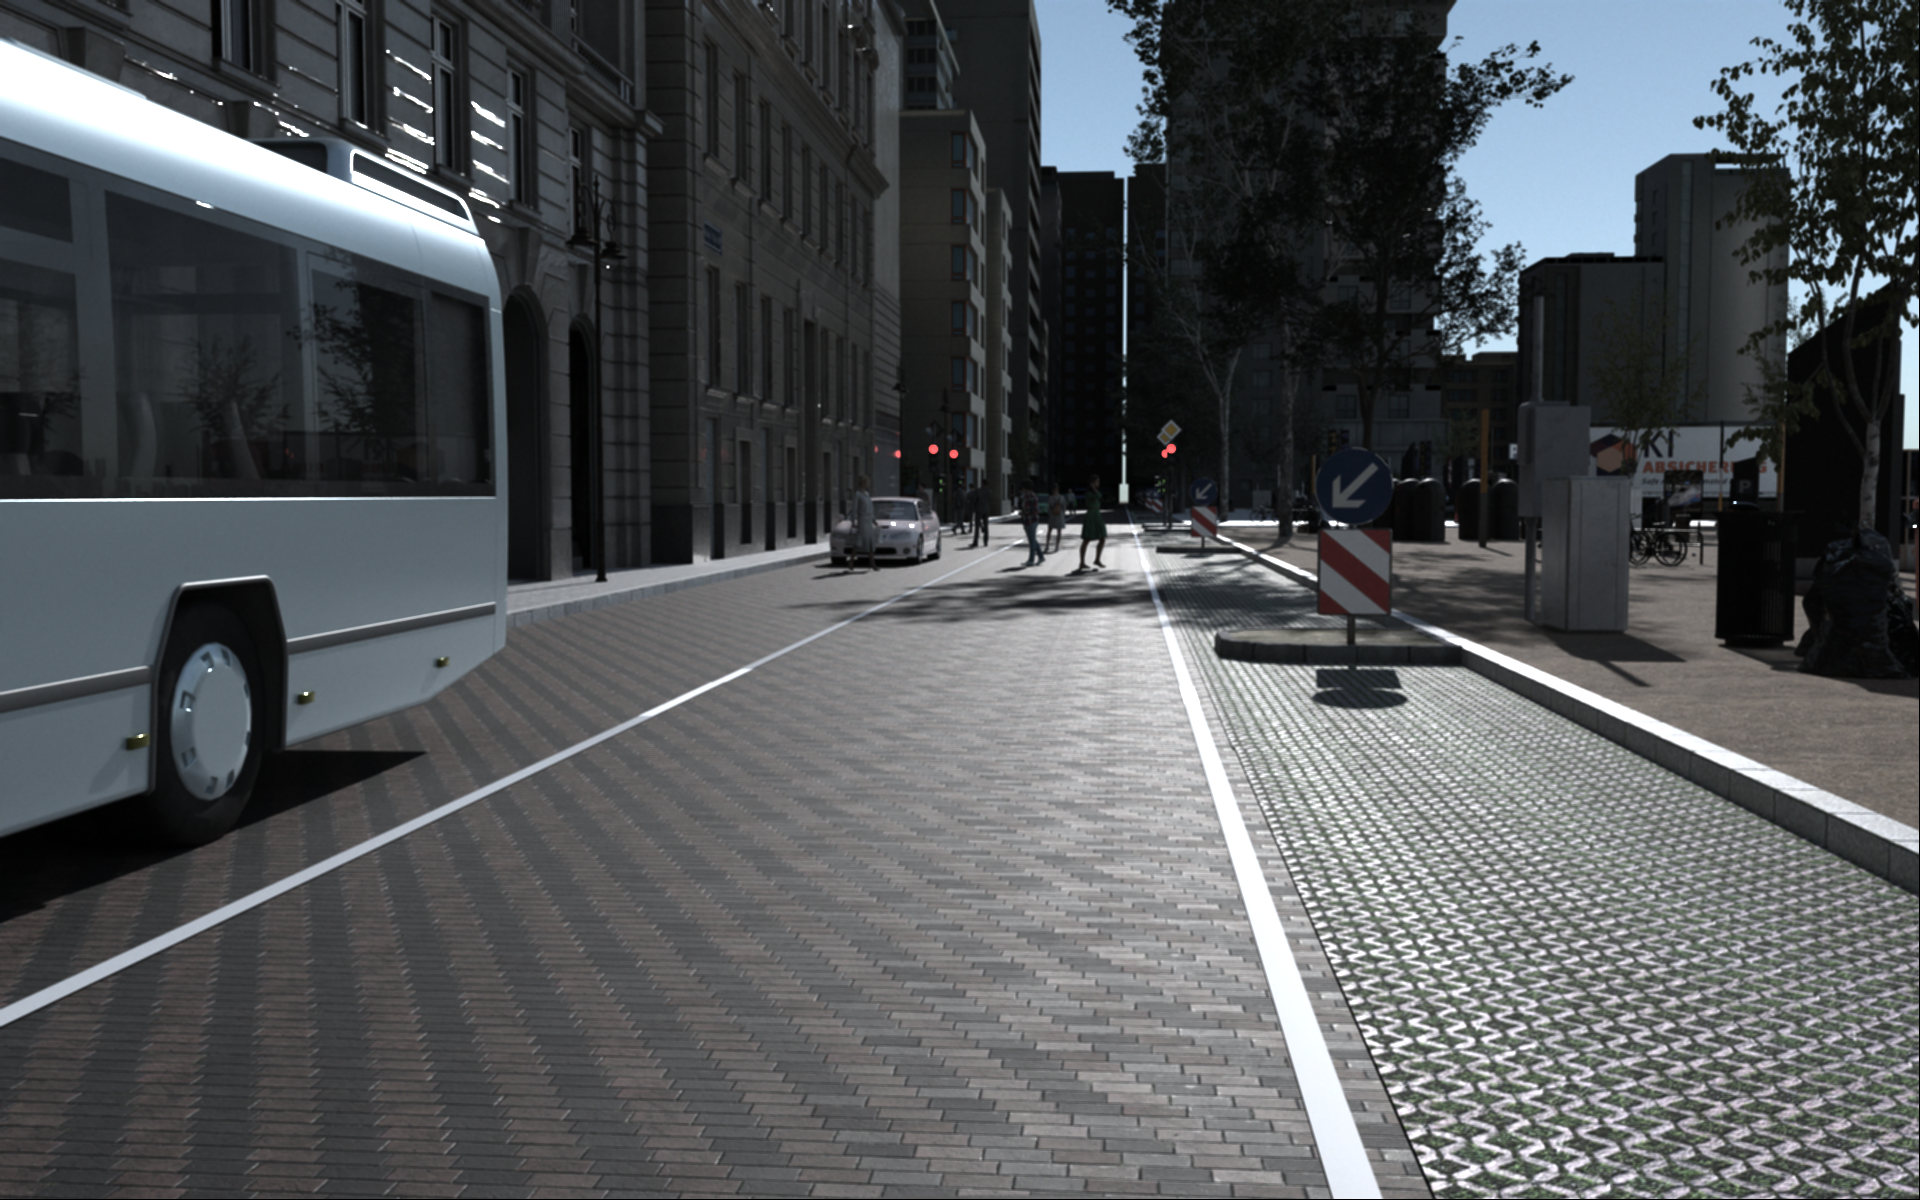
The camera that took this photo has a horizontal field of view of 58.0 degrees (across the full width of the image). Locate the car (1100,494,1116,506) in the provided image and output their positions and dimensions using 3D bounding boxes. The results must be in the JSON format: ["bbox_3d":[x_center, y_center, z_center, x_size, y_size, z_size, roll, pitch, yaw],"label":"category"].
[{"bbox_3d":[17.442,-12.004,205.057,1.959,1.807,4.718,0,4,7],"label":"car"}]

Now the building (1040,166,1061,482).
[{"bbox_3d":[5.638,-32.678,217.875,14.086,41.232,14.154,0,4,5],"label":"building"}]

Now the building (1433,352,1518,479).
[{"bbox_3d":[79.557,-24.159,240.045,28.899,21.520,27.650,0,4,5],"label":"building"}]

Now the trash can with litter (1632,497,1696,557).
[{"bbox_3d":[14.425,-1.530,36.067,1.678,1.210,2.233,2,4,35],"label":"trash can with litter"}]

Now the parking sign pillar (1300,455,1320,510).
[{"bbox_3d":[23.869,-7.935,118.216,1.447,3.967,1.447,0,3,0],"label":"parking sign pillar"}]

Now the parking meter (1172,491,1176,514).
[{"bbox_3d":[13.838,-6.357,112.353,0.372,1.533,0.369,0,3,0],"label":"parking meter"}]

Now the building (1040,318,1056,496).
[{"bbox_3d":[-4.138,-20.858,186.069,27.650,21.520,28.899,0,4,5],"label":"building"}]

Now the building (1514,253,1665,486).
[{"bbox_3d":[76.511,-26.901,211.532,14.107,30.474,14.160,0,4,5],"label":"building"}]

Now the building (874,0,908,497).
[{"bbox_3d":[-11.477,-12.974,61.283,18.267,20.994,9.793,0,4,5],"label":"building"}]

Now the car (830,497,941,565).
[{"bbox_3d":[-1.524,-1.496,36.816,2.083,1.381,4.827,0,4,7],"label":"car"}]

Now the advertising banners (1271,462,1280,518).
[{"bbox_3d":[16.987,-5.905,92.741,0.090,3.025,2.074,1,4,18],"label":"advertising banners"}]

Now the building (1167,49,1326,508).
[{"bbox_3d":[26.623,-29.355,163.548,14.154,41.232,14.086,0,4,5],"label":"building"}]

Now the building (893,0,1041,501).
[{"bbox_3d":[-3.720,-32.795,159.894,21.300,48.544,21.600,0,4,5],"label":"building"}]

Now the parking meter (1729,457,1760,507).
[{"bbox_3d":[12.102,-1.287,26.747,0.399,1.863,0.255,2,4,28],"label":"parking meter"}]

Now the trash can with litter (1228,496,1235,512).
[{"bbox_3d":[19.467,-6.910,124.369,0.624,1.170,1.055,-1,4,-14],"label":"trash can with litter"}]

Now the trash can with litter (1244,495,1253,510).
[{"bbox_3d":[23.099,-7.741,137.623,1.678,1.210,2.233,2,4,35],"label":"trash can with litter"}]

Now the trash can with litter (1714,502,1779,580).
[{"bbox_3d":[11.655,-0.866,25.546,1.055,1.170,0.624,-3,5,-40],"label":"trash can with litter"}]

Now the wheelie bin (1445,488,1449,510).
[{"bbox_3d":[24.606,-4.964,89.068,0.980,1.594,0.693,0,4,6],"label":"wheelie bin"}]

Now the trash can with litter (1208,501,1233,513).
[{"bbox_3d":[17.427,-6.530,117.829,2.233,1.210,1.678,1,4,8],"label":"trash can with litter"}]

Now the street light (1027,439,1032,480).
[{"bbox_3d":[5.740,-10.357,142.130,0.468,5.910,1.993,0,4,5],"label":"street light"}]

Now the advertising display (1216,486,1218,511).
[{"bbox_3d":[19.814,-7.831,133.258,0.123,1.923,0.974,0,4,3],"label":"advertising display"}]

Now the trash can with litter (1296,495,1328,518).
[{"bbox_3d":[18.907,-5.085,94.195,2.233,1.210,1.678,1,4,13],"label":"trash can with litter"}]

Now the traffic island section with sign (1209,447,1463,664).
[{"bbox_3d":[3.314,-0.421,15.510,1.989,1.847,2.006,0,4,5],"label":"traffic island section with sign"}]

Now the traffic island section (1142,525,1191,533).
[{"bbox_3d":[7.951,-2.629,65.257,2.009,0.180,2.903,0,4,5],"label":"traffic island section"}]

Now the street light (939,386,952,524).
[{"bbox_3d":[-0.620,-6.208,74.296,0.468,5.910,1.993,0,4,5],"label":"street light"}]

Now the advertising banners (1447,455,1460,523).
[{"bbox_3d":[21.999,-4.918,76.601,0.090,3.025,2.074,-1,4,-9],"label":"advertising banners"}]

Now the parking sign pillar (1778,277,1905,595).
[{"bbox_3d":[11.312,-2.062,22.180,1.447,3.967,1.447,-3,5,-43],"label":"parking sign pillar"}]

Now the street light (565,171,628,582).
[{"bbox_3d":[-5.258,-3.207,25.222,0.468,5.910,1.993,0,4,5],"label":"street light"}]

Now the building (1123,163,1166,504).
[{"bbox_3d":[29.920,-35.893,236.962,14.200,45.320,14.600,0,4,5],"label":"building"}]

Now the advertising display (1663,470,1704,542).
[{"bbox_3d":[19.307,-2.510,46.258,0.974,1.923,0.123,1,4,11],"label":"advertising display"}]

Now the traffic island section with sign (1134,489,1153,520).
[{"bbox_3d":[10.991,-5.448,97.699,1.989,1.847,2.006,0,4,5],"label":"traffic island section with sign"}]

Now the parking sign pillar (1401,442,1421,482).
[{"bbox_3d":[23.496,-6.232,90.358,1.447,3.967,1.447,-1,4,-10],"label":"parking sign pillar"}]

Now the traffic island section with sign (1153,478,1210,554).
[{"bbox_3d":[5.813,-2.062,42.350,1.989,1.847,2.006,0,4,5],"label":"traffic island section with sign"}]

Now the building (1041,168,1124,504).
[{"bbox_3d":[15.434,-36.049,239.503,14.200,45.320,14.600,0,4,5],"label":"building"}]

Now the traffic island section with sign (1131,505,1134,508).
[{"bbox_3d":[13.533,-7.109,124.861,1.989,1.847,2.006,0,4,5],"label":"traffic island section with sign"}]

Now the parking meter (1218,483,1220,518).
[{"bbox_3d":[14.317,-5.443,94.699,0.399,1.863,0.255,-1,4,-9],"label":"parking meter"}]

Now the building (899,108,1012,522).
[{"bbox_3d":[-11.943,-15.202,93.596,27.650,21.520,28.899,0,4,5],"label":"building"}]

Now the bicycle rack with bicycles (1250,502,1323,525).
[{"bbox_3d":[14.179,-3.691,73.731,2.925,0.926,2.852,3,5,40],"label":"bicycle rack with bicycles"}]

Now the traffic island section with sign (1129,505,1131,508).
[{"bbox_3d":[18.209,-10.172,174.946,1.989,1.847,2.006,0,4,5],"label":"traffic island section with sign"}]

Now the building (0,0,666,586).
[{"bbox_3d":[-12.424,-10.858,19.323,13.314,21.916,24.055,0,4,5],"label":"building"}]

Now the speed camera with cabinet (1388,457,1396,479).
[{"bbox_3d":[23.722,-6.030,92.919,2.038,3.252,0.660,1,4,23],"label":"speed camera with cabinet"}]

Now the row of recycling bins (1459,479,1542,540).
[{"bbox_3d":[15.897,-2.566,49.064,3.534,1.692,1.069,-1,4,-9],"label":"row of recycling bins"}]

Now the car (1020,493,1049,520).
[{"bbox_3d":[4.314,-5.343,96.153,1.959,1.807,4.718,0,4,4],"label":"car"}]

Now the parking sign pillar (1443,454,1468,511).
[{"bbox_3d":[33.005,-7.791,115.854,1.447,3.967,1.447,2,4,29],"label":"parking sign pillar"}]

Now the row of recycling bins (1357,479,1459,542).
[{"bbox_3d":[12.280,-2.523,48.368,1.069,1.692,3.534,-1,4,-22],"label":"row of recycling bins"}]

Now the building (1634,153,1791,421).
[{"bbox_3d":[90.623,-32.208,210.201,14.086,41.232,14.154,0,4,5],"label":"building"}]

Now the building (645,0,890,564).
[{"bbox_3d":[-9.391,-15.061,43.516,12.463,27.353,25.104,0,4,5],"label":"building"}]

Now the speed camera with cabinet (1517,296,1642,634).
[{"bbox_3d":[5.922,-1.371,16.754,0.660,3.252,2.038,0,4,5],"label":"speed camera with cabinet"}]

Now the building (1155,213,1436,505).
[{"bbox_3d":[39.962,-31.627,208.986,32.217,40.220,23.993,0,4,5],"label":"building"}]

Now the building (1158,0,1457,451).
[{"bbox_3d":[35.499,-36.329,183.212,28.713,52.752,27.495,0,4,5],"label":"building"}]

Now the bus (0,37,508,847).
[{"bbox_3d":[-4.493,-0.556,3.952,2.948,3.499,13.247,0,4,4],"label":"bus"}]

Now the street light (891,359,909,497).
[{"bbox_3d":[-2.024,-5.299,59.434,0.468,5.910,1.993,0,4,5],"label":"street light"}]

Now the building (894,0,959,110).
[{"bbox_3d":[-13.405,-26.847,130.826,32.217,40.220,23.993,0,4,5],"label":"building"}]

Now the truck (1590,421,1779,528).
[{"bbox_3d":[29.288,-4.817,67.673,11.283,4.237,2.839,0,4,7],"label":"truck"}]

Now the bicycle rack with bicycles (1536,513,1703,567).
[{"bbox_3d":[12.274,-1.124,31.755,2.852,0.926,2.925,-1,4,-21],"label":"bicycle rack with bicycles"}]

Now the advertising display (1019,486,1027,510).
[{"bbox_3d":[5.126,-7.958,135.332,0.974,1.923,0.123,1,4,10],"label":"advertising display"}]

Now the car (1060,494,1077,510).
[{"bbox_3d":[9.547,-8.938,154.938,1.959,1.807,4.718,0,4,5],"label":"car"}]
